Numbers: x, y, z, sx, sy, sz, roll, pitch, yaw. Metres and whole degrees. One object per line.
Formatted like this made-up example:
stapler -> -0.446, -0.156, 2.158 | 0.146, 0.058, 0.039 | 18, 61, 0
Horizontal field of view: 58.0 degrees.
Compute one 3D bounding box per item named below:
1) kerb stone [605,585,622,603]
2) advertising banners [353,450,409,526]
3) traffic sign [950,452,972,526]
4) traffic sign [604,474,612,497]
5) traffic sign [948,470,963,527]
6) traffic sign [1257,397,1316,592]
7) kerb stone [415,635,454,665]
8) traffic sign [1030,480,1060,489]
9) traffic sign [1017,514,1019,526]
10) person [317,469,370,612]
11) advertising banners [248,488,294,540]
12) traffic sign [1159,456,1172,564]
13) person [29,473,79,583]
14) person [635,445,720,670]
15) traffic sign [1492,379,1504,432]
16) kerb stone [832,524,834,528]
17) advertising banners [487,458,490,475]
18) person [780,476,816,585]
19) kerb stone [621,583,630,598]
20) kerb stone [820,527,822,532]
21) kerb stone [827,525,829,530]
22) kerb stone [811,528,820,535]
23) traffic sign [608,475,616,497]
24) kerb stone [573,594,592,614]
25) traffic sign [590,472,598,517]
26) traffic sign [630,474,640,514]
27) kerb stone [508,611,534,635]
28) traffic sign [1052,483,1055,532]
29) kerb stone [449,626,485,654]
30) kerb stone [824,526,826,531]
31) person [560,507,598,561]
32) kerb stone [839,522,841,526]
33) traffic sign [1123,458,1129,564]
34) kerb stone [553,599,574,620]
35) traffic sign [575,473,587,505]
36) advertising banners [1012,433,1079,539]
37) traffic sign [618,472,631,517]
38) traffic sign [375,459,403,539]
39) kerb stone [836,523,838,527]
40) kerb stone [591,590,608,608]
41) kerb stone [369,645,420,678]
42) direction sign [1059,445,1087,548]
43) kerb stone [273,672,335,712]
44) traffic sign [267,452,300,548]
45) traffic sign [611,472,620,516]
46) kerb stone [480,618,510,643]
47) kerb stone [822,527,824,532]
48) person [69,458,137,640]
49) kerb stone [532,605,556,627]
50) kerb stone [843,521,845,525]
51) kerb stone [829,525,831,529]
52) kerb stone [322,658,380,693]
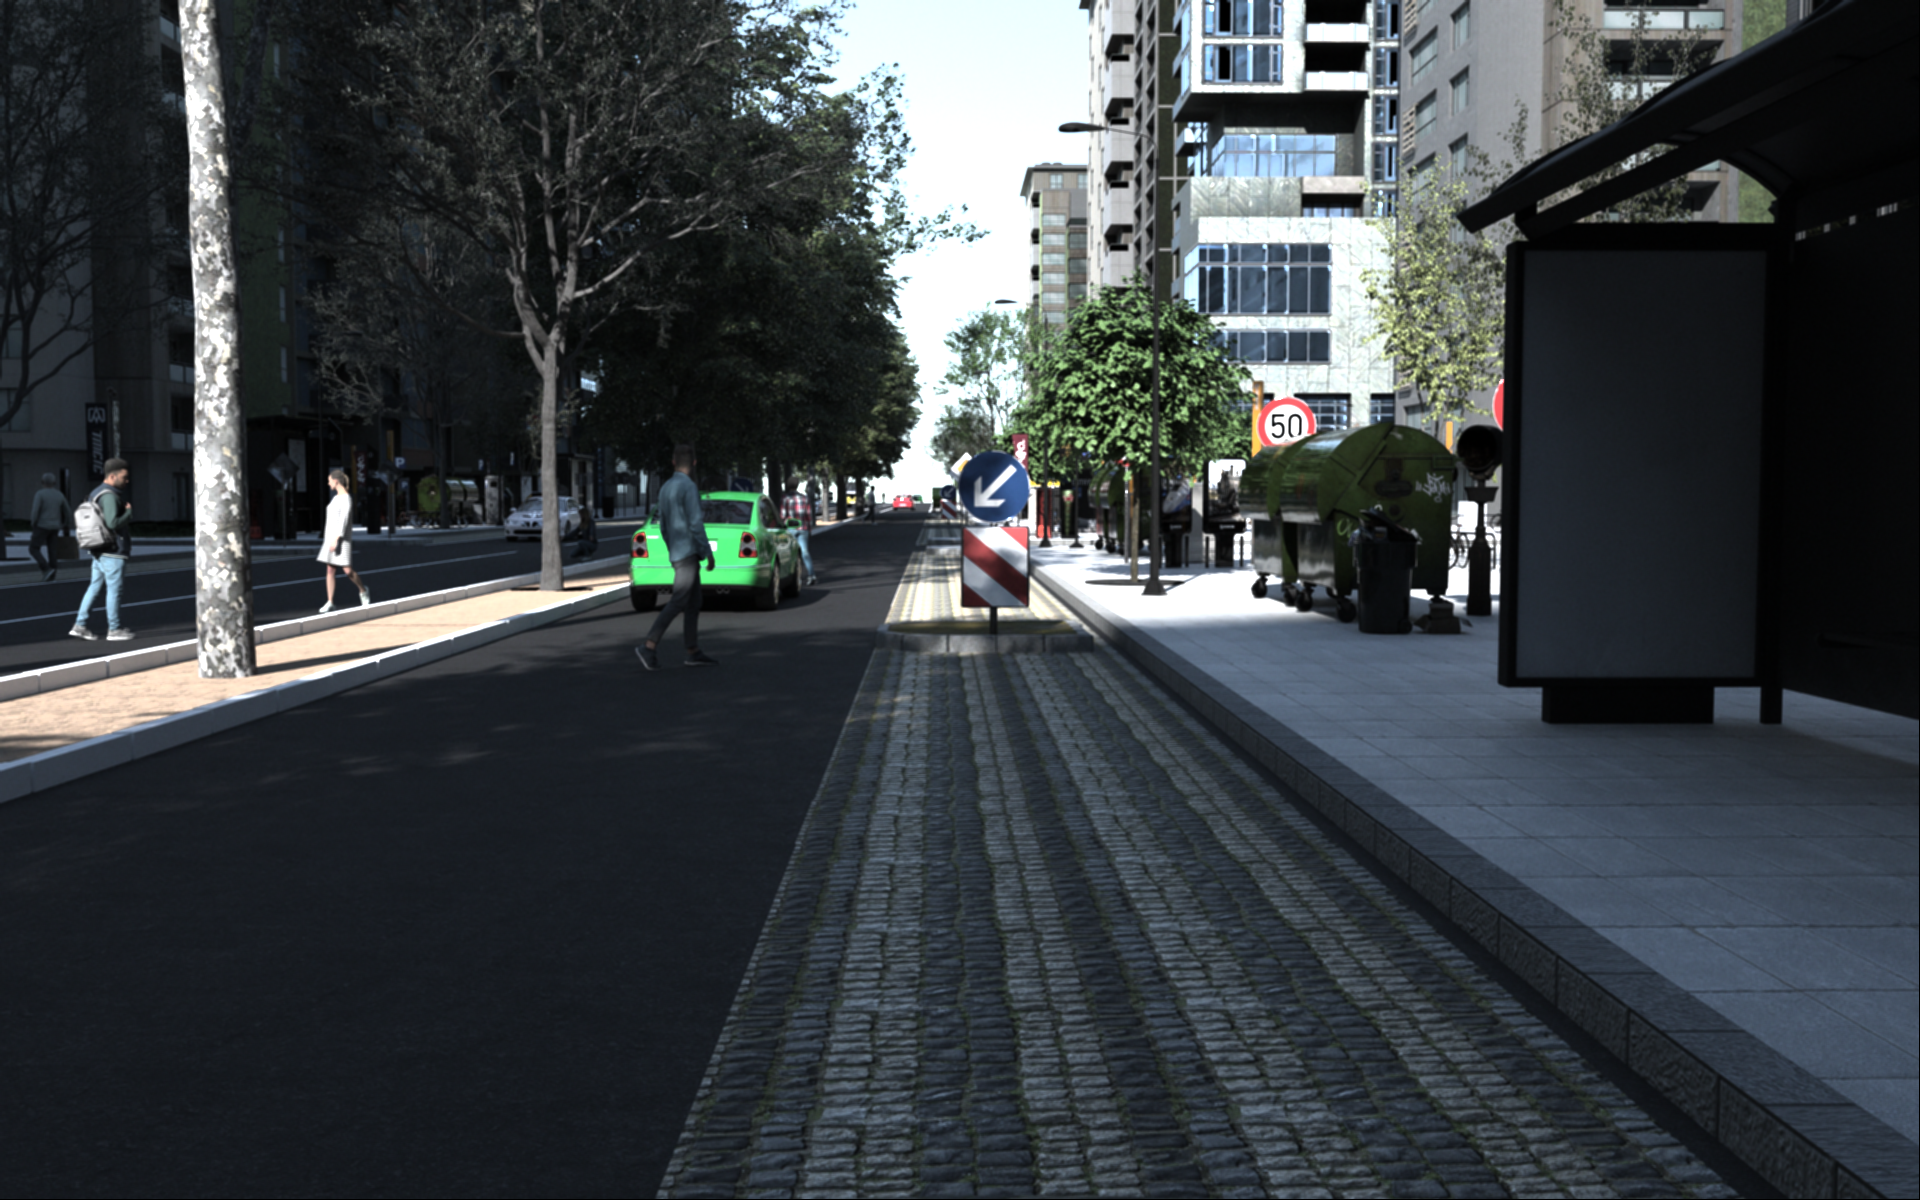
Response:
kerb stone -> -4.704, -0.059, 23.170 | 0.120, 0.150, 1.000 | 0, 4, -1
advertising banners -> -23.329, -4.501, 69.774 | 2.074, 3.025, 0.090 | -1, 4, -14
traffic sign -> 0.157, -2.325, 41.663 | 0.795, 2.450, 0.064 | 0, 4, -1
traffic sign -> -22.480, -6.799, 111.275 | 0.768, 2.556, 0.104 | 0, 4, 3
traffic sign -> 0.047, -2.814, 49.647 | 0.795, 2.450, 0.064 | 0, 4, -1
traffic sign -> 4.274, -1.384, 22.736 | 0.768, 2.556, 0.104 | 1, 4, 8
kerb stone -> -4.594, 0.444, 14.972 | 0.120, 0.150, 1.000 | 0, 4, -1
traffic sign -> 3.577, -4.182, 62.255 | 2.265, 3.308, 0.079 | 0, 4, 8
traffic sign -> 1.928, -3.495, 57.155 | 0.884, 2.594, 0.081 | 0, 4, 6
person -> -7.585, -0.733, 21.235 | 0.466, 1.731, 0.760 | 1, 4, 18
advertising banners -> -19.652, -3.188, 48.306 | 2.074, 3.025, 0.090 | 0, 4, 1
traffic sign -> 3.668, -1.930, 31.663 | 0.768, 2.556, 0.104 | 0, 4, 1
person -> -14.725, -1.174, 28.174 | 0.515, 1.767, 0.782 | 2, 4, 24
person -> -2.354, -0.365, 14.337 | 0.748, 1.841, 0.638 | -1, 4, -22
traffic sign -> 5.722, -1.061, 17.457 | 0.768, 2.556, 0.104 | 0, 3, 0
kerb stone -> -5.365, -2.978, 70.890 | 0.120, 0.150, 1.000 | 0, 4, -1
advertising banners -> -22.812, -5.409, 84.625 | 0.090, 3.025, 2.074 | 0, 4, 1
person -> -2.585, -1.105, 27.402 | 0.563, 1.720, 0.643 | -2, 4, -30
kerb stone -> -4.728, -0.122, 24.192 | 0.120, 0.150, 1.000 | 0, 4, -1
kerb stone -> -5.261, -2.535, 63.718 | 0.120, 0.150, 1.000 | 0, 4, -1
kerb stone -> -5.318, -2.790, 67.807 | 0.120, 0.150, 1.000 | 0, 4, -1
kerb stone -> -5.248, -2.476, 62.678 | 0.120, 0.150, 1.000 | 0, 4, -1
traffic sign -> -22.198, -6.780, 110.959 | 0.768, 2.556, 0.104 | 0, 4, 3
kerb stone -> -4.672, 0.066, 21.116 | 0.120, 0.150, 1.000 | 0, 4, -1
traffic sign -> -20.459, -5.864, 95.982 | 0.768, 2.556, 0.104 | 0, 4, 4
traffic sign -> -20.885, -6.790, 111.130 | 0.768, 2.556, 0.104 | 0, 4, 3
kerb stone -> -4.642, 0.254, 18.050 | 0.120, 0.150, 1.000 | 0, 4, -1
traffic sign -> 3.178, -3.599, 58.954 | 0.768, 2.556, 0.104 | 1, 4, 9
kerb stone -> -4.606, 0.379, 15.996 | 0.120, 0.150, 1.000 | 0, 4, -1
kerb stone -> -5.295, -2.662, 65.762 | 0.120, 0.150, 1.000 | 0, 4, -1
person -> -8.063, -1.416, 37.148 | 0.738, 1.151, 1.012 | -3, 5, -44
kerb stone -> -5.437, -3.291, 76.006 | 0.120, 0.150, 1.000 | 0, 4, -1
traffic sign -> 3.070, -1.942, 31.864 | 0.768, 2.556, 0.104 | 0, 4, 8
kerb stone -> -4.668, 0.129, 20.094 | 0.120, 0.150, 1.000 | 0, 4, -1
traffic sign -> -18.503, -5.041, 84.558 | 0.606, 2.300, 0.079 | 0, 4, 2
advertising banners -> 2.442, -3.275, 49.738 | 2.074, 3.025, 0.090 | 2, 4, 24
traffic sign -> -18.989, -5.988, 98.010 | 0.768, 2.556, 0.104 | 0, 4, 3
traffic sign -> -16.296, -2.801, 49.444 | 0.795, 2.450, 0.064 | 0, 4, -1
kerb stone -> -5.402, -3.166, 73.961 | 0.120, 0.150, 1.000 | 0, 4, -1
kerb stone -> -4.692, 0.003, 22.144 | 0.120, 0.150, 1.000 | 0, 4, -1
kerb stone -> -4.580, 0.504, 13.947 | 0.120, 0.150, 1.000 | 0, 4, -1
direction sign -> 2.773, -3.002, 41.078 | 0.876, 3.537, 0.379 | 1, 4, 20
kerb stone -> -4.545, 0.637, 11.889 | 0.120, 0.150, 1.000 | 0, 4, -1
traffic sign -> -16.186, -2.313, 41.459 | 0.795, 2.450, 0.064 | 0, 4, -1
traffic sign -> -19.733, -6.086, 99.614 | 0.768, 2.556, 0.104 | 0, 4, 7
kerb stone -> -4.629, 0.317, 17.018 | 0.120, 0.150, 1.000 | 0, 4, -1
kerb stone -> -5.278, -2.602, 64.740 | 0.120, 0.150, 1.000 | 0, 4, -1
person -> -8.346, -0.498, 16.983 | 0.623, 1.781, 0.721 | 2, 4, 34
kerb stone -> -4.649, 0.191, 19.072 | 0.120, 0.150, 1.000 | 0, 4, -1
kerb stone -> -5.475, -3.480, 79.092 | 0.120, 0.150, 1.000 | 0, 4, -1
kerb stone -> -5.335, -2.849, 68.833 | 0.120, 0.150, 1.000 | 0, 4, -1
kerb stone -> -4.569, 0.571, 12.920 | 0.120, 0.150, 1.000 | 0, 4, -1
